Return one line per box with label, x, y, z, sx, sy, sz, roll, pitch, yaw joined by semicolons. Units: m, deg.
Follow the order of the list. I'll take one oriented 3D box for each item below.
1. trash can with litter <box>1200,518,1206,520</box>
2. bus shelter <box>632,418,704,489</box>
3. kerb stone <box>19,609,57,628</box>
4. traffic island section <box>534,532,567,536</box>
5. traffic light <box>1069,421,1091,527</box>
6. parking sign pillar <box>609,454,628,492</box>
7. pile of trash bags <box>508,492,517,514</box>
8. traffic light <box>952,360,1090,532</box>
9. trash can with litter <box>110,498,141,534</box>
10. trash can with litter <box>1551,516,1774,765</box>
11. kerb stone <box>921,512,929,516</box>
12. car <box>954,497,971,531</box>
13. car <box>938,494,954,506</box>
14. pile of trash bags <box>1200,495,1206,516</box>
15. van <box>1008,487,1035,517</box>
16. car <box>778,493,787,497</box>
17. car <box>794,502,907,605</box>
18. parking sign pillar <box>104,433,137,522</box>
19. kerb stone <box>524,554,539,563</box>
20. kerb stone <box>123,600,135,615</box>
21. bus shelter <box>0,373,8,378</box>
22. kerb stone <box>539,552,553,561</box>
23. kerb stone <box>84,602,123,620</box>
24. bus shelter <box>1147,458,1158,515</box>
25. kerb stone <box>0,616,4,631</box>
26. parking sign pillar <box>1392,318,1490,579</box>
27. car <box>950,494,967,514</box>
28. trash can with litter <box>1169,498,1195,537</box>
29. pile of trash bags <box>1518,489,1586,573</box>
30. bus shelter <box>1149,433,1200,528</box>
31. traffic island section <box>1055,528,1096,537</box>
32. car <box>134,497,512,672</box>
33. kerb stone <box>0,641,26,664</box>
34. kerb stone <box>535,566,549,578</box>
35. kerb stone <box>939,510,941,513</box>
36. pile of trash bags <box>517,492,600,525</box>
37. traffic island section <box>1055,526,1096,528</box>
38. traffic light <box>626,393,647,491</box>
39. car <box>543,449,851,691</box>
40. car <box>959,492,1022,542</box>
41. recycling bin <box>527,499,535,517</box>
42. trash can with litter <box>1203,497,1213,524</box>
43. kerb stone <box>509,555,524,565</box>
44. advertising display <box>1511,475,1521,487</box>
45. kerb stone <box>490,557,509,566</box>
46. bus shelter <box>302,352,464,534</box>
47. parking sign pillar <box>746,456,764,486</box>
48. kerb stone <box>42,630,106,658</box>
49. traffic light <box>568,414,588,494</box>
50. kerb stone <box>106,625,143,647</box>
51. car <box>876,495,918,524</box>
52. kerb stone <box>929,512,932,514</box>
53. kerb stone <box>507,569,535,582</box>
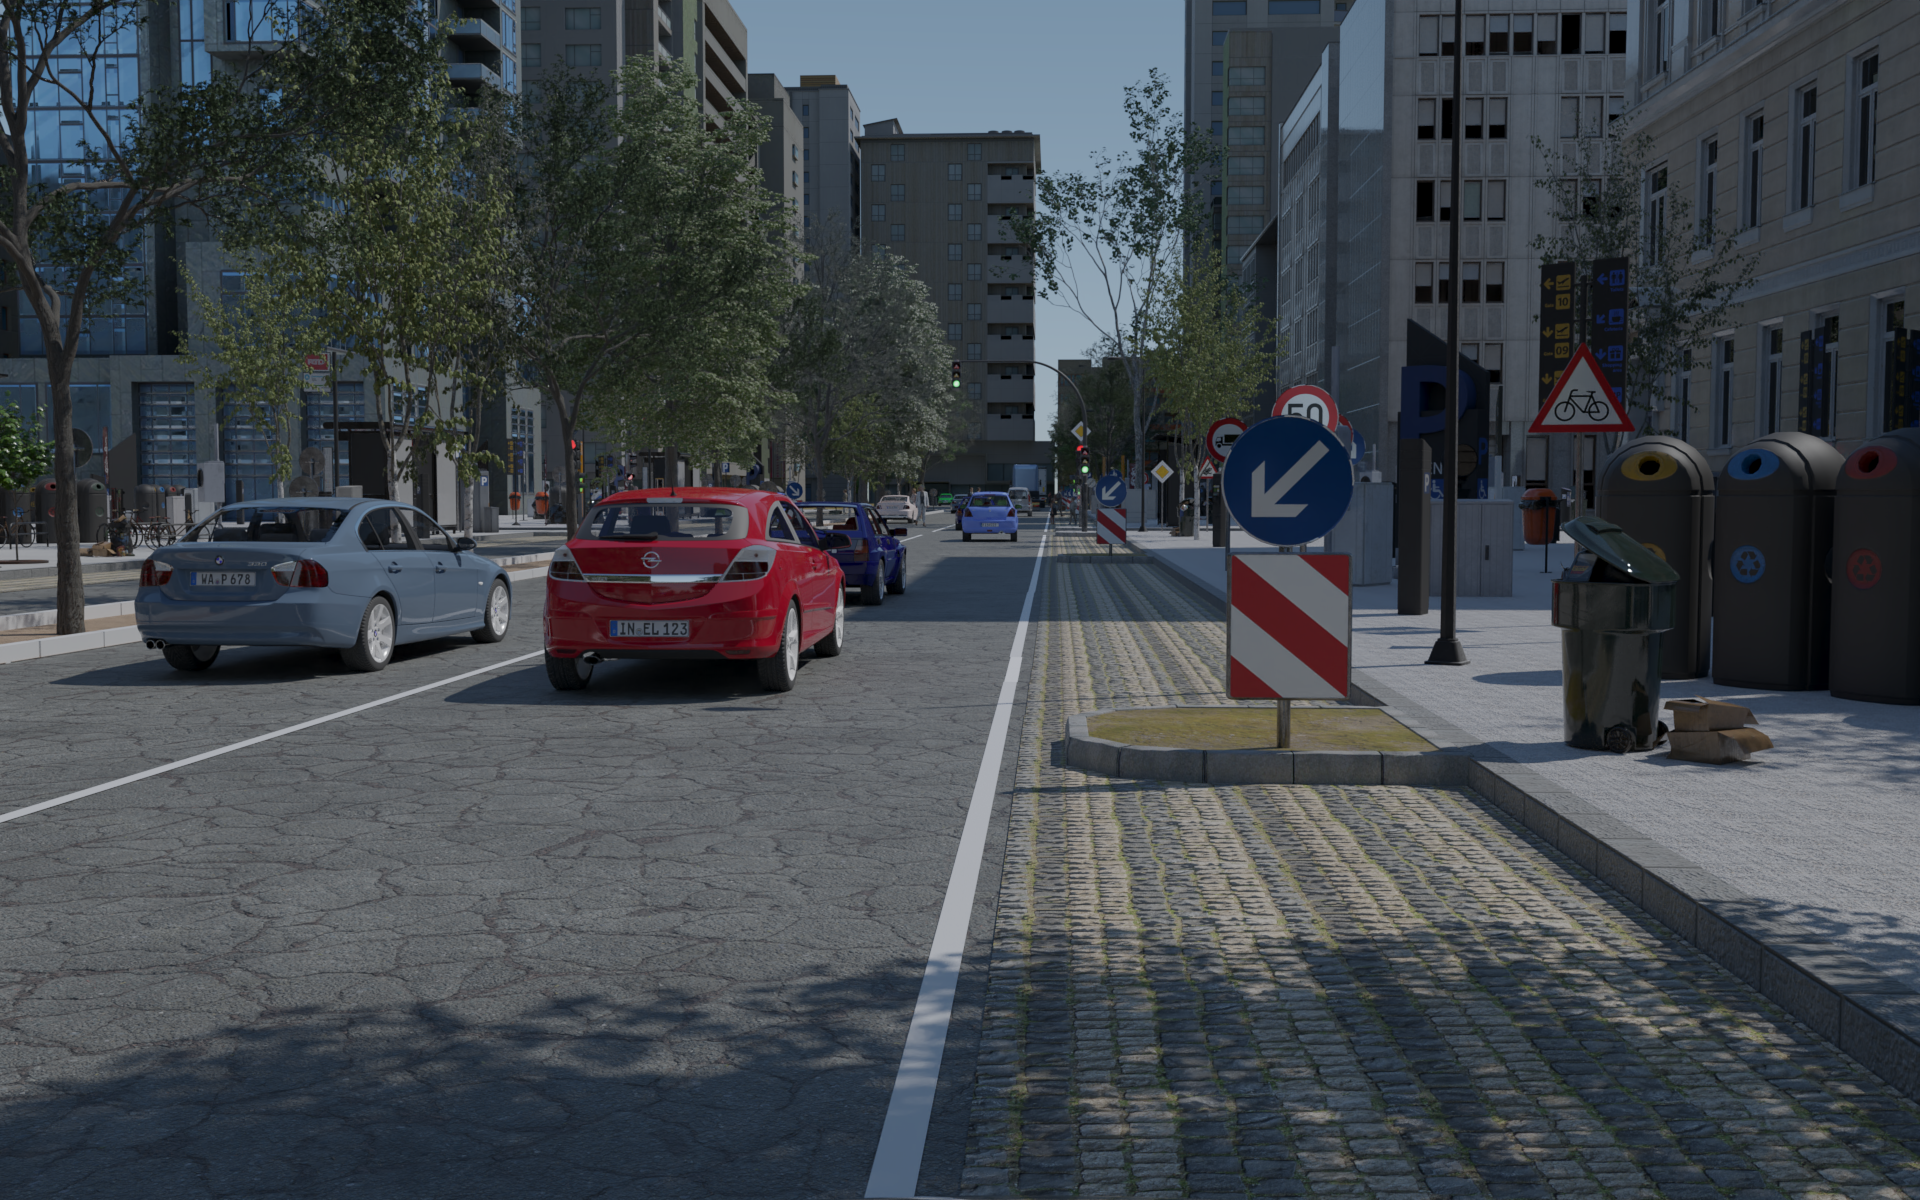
trash can with litter;12.150;-4.619;86.573;2.233;1.210;1.678;-1;4;-18
bus shelter;-14.823;-6.708;87.311;2.179;5.291;8.768;0;4;3
kerb stone;-10.003;0.207;18.819;0.120;0.150;1.000;0;4;3
traffic island section;-13.322;-2.294;59.787;2.009;0.180;2.903;0;4;3
traffic light;4.637;-4.757;66.691;0.839;4.253;0.868;0;4;3
parking sign pillar;-22.908;-7.808;116.129;1.447;3.967;1.447;3;4;37
pile of trash bags;-21.361;-4.796;88.174;3.447;1.369;1.912;1;4;12
traffic light;2.110;-5.139;58.689;4.771;5.953;1.251;0;4;3
trash can with litter;-27.507;-2.763;56.239;1.678;1.210;2.233;-2;4;-35
trash can with litter;3.497;0.169;8.617;0.624;1.170;1.055;-3;5;-42
kerb stone;-2.411;-5.952;119.607;0.120;0.150;1.000;0;4;3
car;0.725;-3.474;69.380;1.945;1.354;3.894;0;4;2
car;-1.646;-12.039;205.636;1.959;1.807;4.718;0;4;2
pile of trash bags;14.562;-5.578;100.958;3.447;1.369;1.912;-2;4;-27
van;3.788;-6.365;111.080;2.013;2.044;4.112;0;4;4
car;-8.696;-4.301;79.912;1.945;1.707;3.694;0;4;1
car;-1.744;-0.680;23.698;1.945;1.354;3.894;0;4;5
parking sign pillar;-36.725;-5.339;75.769;1.447;3.967;1.447;2;4;32
kerb stone;-9.052;-0.856;36.186;0.120;0.150;1.000;0;4;3
kerb stone;-9.889;0.081;20.866;0.120;0.150;1.000;0;4;3
bus shelter;-19.668;-2.431;31.038;1.731;3.624;6.357;0;4;3
kerb stone;-8.995;-0.919;37.214;0.120;0.150;1.000;0;4;3
kerb stone;-9.946;0.144;19.846;0.120;0.150;1.000;0;4;3
bus shelter;10.987;-5.958;91.343;2.014;3.302;5.546;0;4;3
kerb stone;-10.051;0.269;17.798;0.120;0.150;1.000;0;4;3
parking sign pillar;7.293;-2.306;26.175;1.447;3.967;1.447;3;5;41
car;0.261;-7.055;127.352;2.014;1.417;4.499;0;4;3
trash can with litter;6.655;-2.492;52.139;0.624;1.170;1.055;-2;4;-27
pile of trash bags;10.855;-1.152;28.593;3.447;1.369;1.912;-1;4;-11
bus shelter;8.580;-4.769;69.257;1.731;3.624;6.357;0;4;3
traffic island section;4.243;-2.235;58.829;2.009;0.180;2.903;0;4;3
car;-5.430;-0.202;15.312;2.014;1.417;4.499;0;4;5
kerb stone;-8.125;0.463;14.621;0.120;0.150;1.000;0;4;3
kerb stone;-7.295;-0.470;29.956;0.120;0.150;1.000;0;4;3
kerb stone;-1.740;-6.707;131.891;0.120;0.150;1.000;0;4;3
pile of trash bags;-16.737;-3.896;73.455;1.912;1.369;3.447;2;4;28
traffic island section;4.677;-2.723;66.802;2.009;0.180;2.903;0;4;3
traffic light;-10.755;-5.681;67.545;4.771;5.953;1.251;0;4;3
car;-2.013;-0.309;14.092;2.155;1.783;4.494;0;4;3
car;0.940;-2.672;53.283;1.945;1.707;3.694;0;4;2
recycling bin;-23.426;-5.066;95.388;0.722;1.027;0.722;0;4;-6
trash can with litter;10.763;-3.843;74.224;0.624;1.170;1.055;1;4;13
kerb stone;-9.116;-0.789;35.164;0.120;0.150;1.000;0;4;3
advertising display;18.468;-3.202;57.563;0.123;1.923;0.974;0;4;7
kerb stone;-9.160;-0.728;34.143;0.120;0.150;1.000;0;4;3
bus shelter;-17.291;-4.519;51.521;2.179;5.291;8.768;0;4;3
parking sign pillar;-13.161;-7.516;111.355;1.447;3.967;1.447;3;5;40
kerb stone;-8.067;0.401;15.641;0.120;0.150;1.000;0;4;3
traffic light;-13.283;-4.326;59.650;0.839;4.253;0.868;0;4;3
kerb stone;-8.013;0.338;16.662;0.120;0.150;1.000;0;4;3
car;-3.102;-4.469;85.424;2.083;1.381;4.827;0;4;3
kerb stone;-2.238;-6.143;122.673;0.120;0.150;1.000;0;4;3
kerb stone;-7.348;-0.405;28.931;0.120;0.150;1.000;0;4;3
